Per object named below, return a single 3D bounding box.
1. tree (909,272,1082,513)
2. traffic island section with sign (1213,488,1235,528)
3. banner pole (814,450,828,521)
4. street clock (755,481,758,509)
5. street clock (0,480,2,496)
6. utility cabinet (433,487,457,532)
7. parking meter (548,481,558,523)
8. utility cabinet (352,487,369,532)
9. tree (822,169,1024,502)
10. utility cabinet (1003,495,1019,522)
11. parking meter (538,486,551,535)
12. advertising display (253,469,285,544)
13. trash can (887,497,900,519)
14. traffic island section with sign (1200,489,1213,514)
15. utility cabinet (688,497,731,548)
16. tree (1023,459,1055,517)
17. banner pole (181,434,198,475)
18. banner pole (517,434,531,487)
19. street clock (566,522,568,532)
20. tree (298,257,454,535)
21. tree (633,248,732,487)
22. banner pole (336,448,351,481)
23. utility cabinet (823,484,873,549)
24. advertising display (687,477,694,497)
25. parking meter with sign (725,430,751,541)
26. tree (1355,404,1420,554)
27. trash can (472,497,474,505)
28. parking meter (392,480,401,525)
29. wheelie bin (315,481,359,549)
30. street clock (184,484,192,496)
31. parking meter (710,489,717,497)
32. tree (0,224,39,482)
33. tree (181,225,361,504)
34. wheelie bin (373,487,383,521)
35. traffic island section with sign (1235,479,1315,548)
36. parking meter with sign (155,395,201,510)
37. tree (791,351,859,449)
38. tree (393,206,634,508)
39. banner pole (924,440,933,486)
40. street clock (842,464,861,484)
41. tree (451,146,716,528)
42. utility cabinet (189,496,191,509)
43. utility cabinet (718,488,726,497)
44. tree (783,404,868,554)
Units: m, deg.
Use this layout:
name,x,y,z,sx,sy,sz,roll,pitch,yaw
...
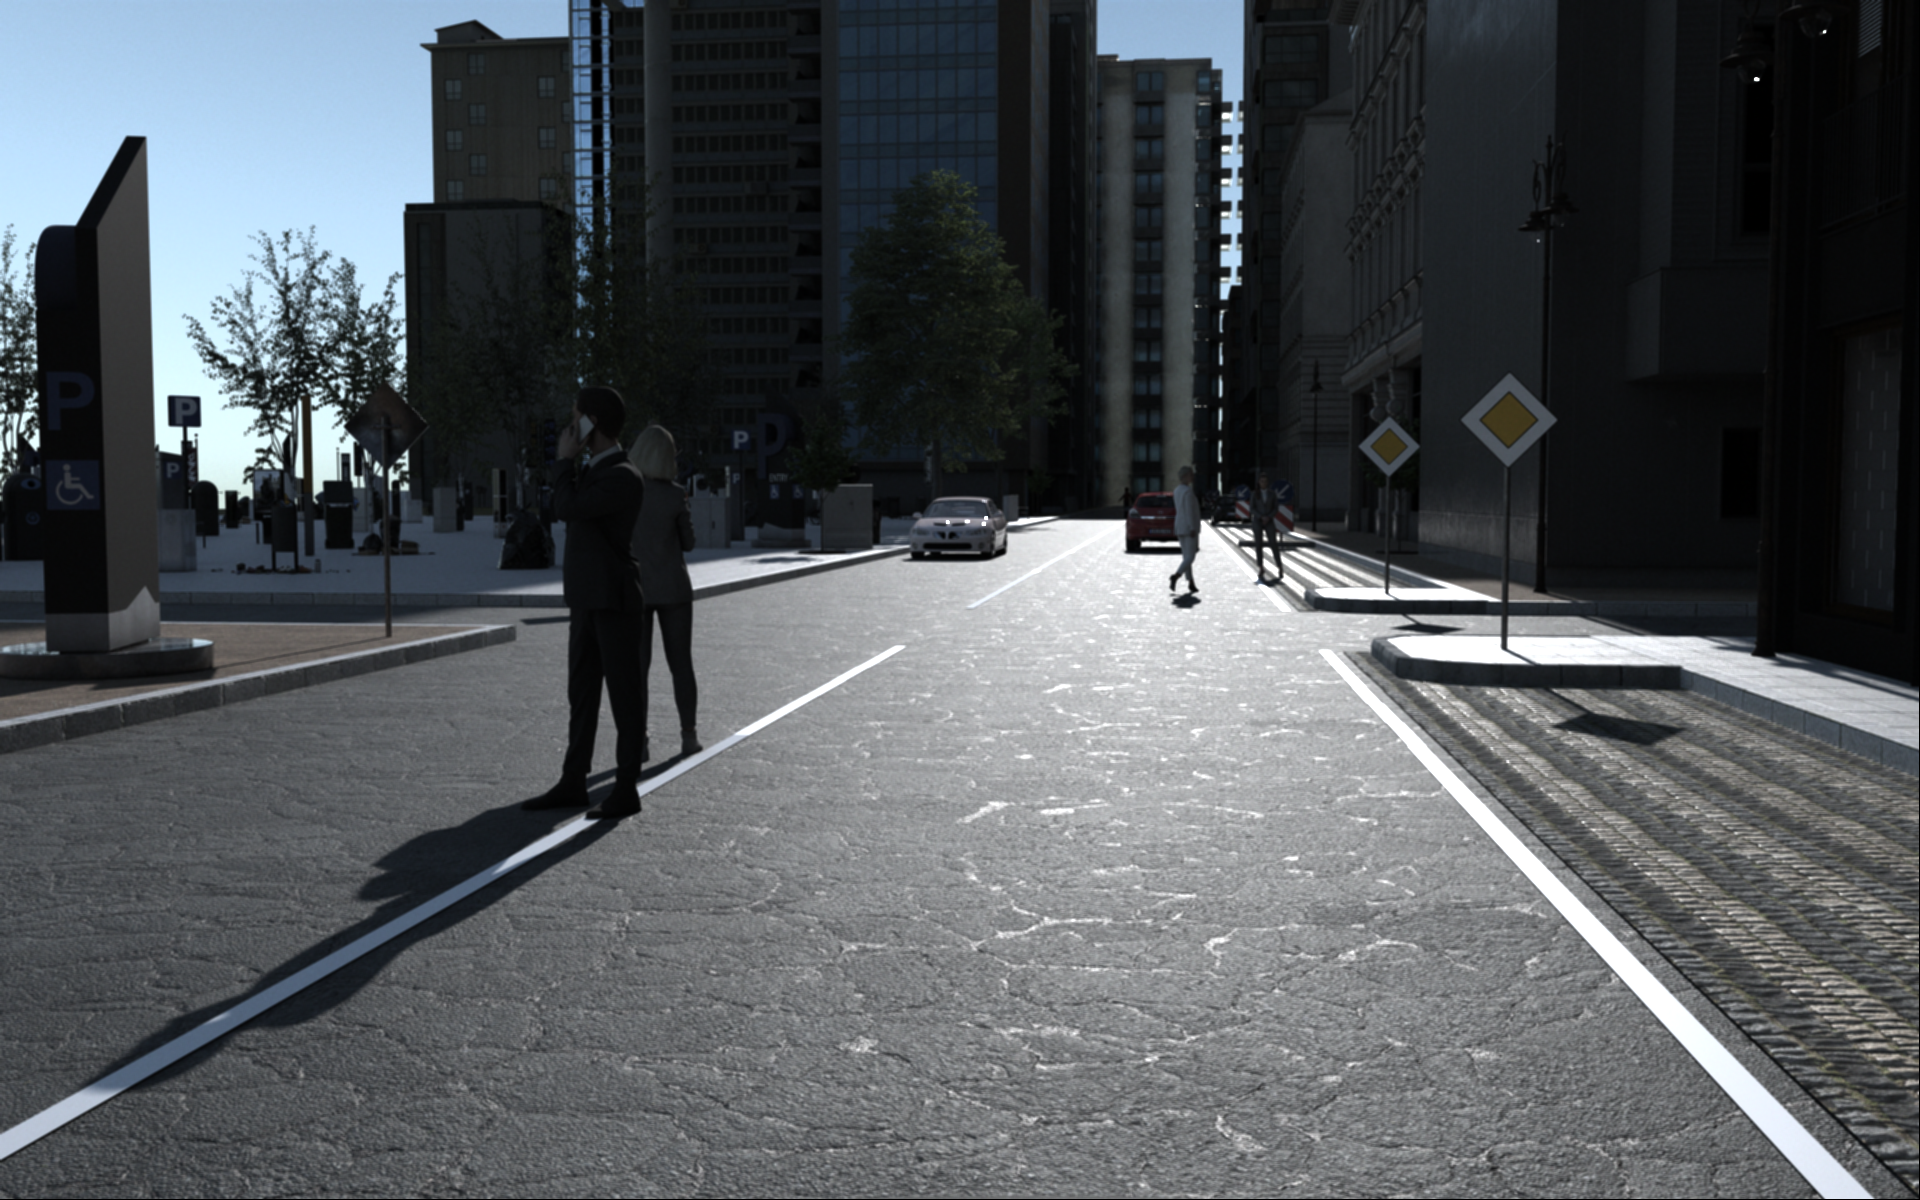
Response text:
name,x,y,z,sx,sy,sz,roll,pitch,yaw
tree,1.721,-9.571,82.246,9.928,11.665,9.643,0,3,0
traffic island section with sign,11.991,-4.019,74.340,1.989,1.847,2.006,0,4,7
banner pole,-6.598,-5.694,83.109,0.863,3.779,0.401,-3,4,-36
street clock,-11.051,-5.556,95.410,0.358,2.002,0.471,2,4,33
street clock,-48.114,-5.024,86.719,0.358,2.002,0.471,-2,4,-35
utility cabinet,-17.186,-3.000,57.731,0.318,1.500,1.173,0,4,7
parking meter,-18.118,-4.371,77.174,0.399,1.863,0.255,1,4,10
utility cabinet,-20.337,-3.054,58.610,1.173,1.500,0.318,3,4,37
tree,-1.178,-8.753,61.246,7.486,12.596,7.792,0,3,0
utility cabinet,2.371,-4.280,81.133,0.306,1.237,1.020,2,4,30
parking meter,-12.891,-2.774,53.768,0.372,1.533,0.369,0,3,0
advertising display,-17.772,-2.406,44.547,0.974,1.923,0.123,2,4,25
trash can,-3.482,-4.859,91.094,0.748,1.137,0.748,0,3,0
traffic island section with sign,18.056,-7.010,123.241,1.989,1.847,2.006,0,4,7
utility cabinet,-5.964,-1.829,41.061,1.020,1.237,0.306,1,4,17
tree,4.255,-6.227,96.413,1.663,3.219,1.824,0,3,0
banner pole,-31.761,-4.990,71.605,0.401,3.779,0.863,3,5,42
banner pole,-18.294,-5.051,72.605,0.863,3.779,0.401,2,4,27
street clock,-12.632,-3.146,55.999,0.471,2.002,0.358,3,5,43
tree,-18.385,-6.320,53.689,4.737,8.622,4.395,0,3,0
tree,-8.564,-6.193,51.626,4.360,8.622,3.978,0,3,0
banner pole,-33.308,-6.329,93.493,0.863,3.779,0.401,-2,4,-25
utility cabinet,-2.600,-1.902,39.782,1.173,1.500,0.318,0,4,-7
advertising display,-10.109,-3.656,64.995,0.123,1.923,0.974,-1,4,-16
parking meter with sign,-6.182,-3.151,47.773,0.543,3.016,1.738,-1,4,-17
tree,9.527,-2.626,37.542,1.663,3.219,1.824,0,3,0
trash can,-25.226,-4.706,88.600,0.748,1.137,0.748,0,3,0
parking meter,-23.255,-4.020,71.434,0.255,1.863,0.399,0,4,-2
wheelie bin,-14.643,-2.006,40.712,0.980,1.594,0.693,-2,4,-23
street clock,-30.129,-3.856,67.621,0.358,2.002,0.471,2,4,35
parking meter,-12.705,-4.948,89.314,0.372,1.533,0.369,0,3,0
tree,-26.164,-5.988,48.260,4.360,8.622,3.978,0,3,0
tree,-18.354,-5.902,46.862,4.360,8.622,3.978,0,3,0
wheelie bin,-27.913,-4.544,82.200,0.693,1.594,0.980,0,4,7
traffic island section with sign,8.606,-2.357,47.159,1.989,1.847,2.006,0,4,7
parking meter with sign,-14.382,-2.148,31.373,1.738,3.016,0.543,3,5,42
tree,-6.849,-8.398,87.673,4.360,8.622,3.978,0,3,0
tree,-11.374,-5.721,43.902,4.360,8.622,3.978,0,3,0
banner pole,-1.110,-4.809,68.649,0.863,3.779,0.401,3,4,38
street clock,-2.594,-2.250,41.355,0.358,2.002,0.471,-3,5,-41
tree,-7.624,-5.341,37.686,4.737,8.622,4.395,0,3,0
utility cabinet,-25.788,-2.866,58.023,0.306,1.237,1.020,-1,4,-13
utility cabinet,-8.651,-3.407,64.388,0.318,1.500,1.173,1,4,15
tree,-3.039,-2.616,37.366,1.663,3.219,1.824,0,3,0
